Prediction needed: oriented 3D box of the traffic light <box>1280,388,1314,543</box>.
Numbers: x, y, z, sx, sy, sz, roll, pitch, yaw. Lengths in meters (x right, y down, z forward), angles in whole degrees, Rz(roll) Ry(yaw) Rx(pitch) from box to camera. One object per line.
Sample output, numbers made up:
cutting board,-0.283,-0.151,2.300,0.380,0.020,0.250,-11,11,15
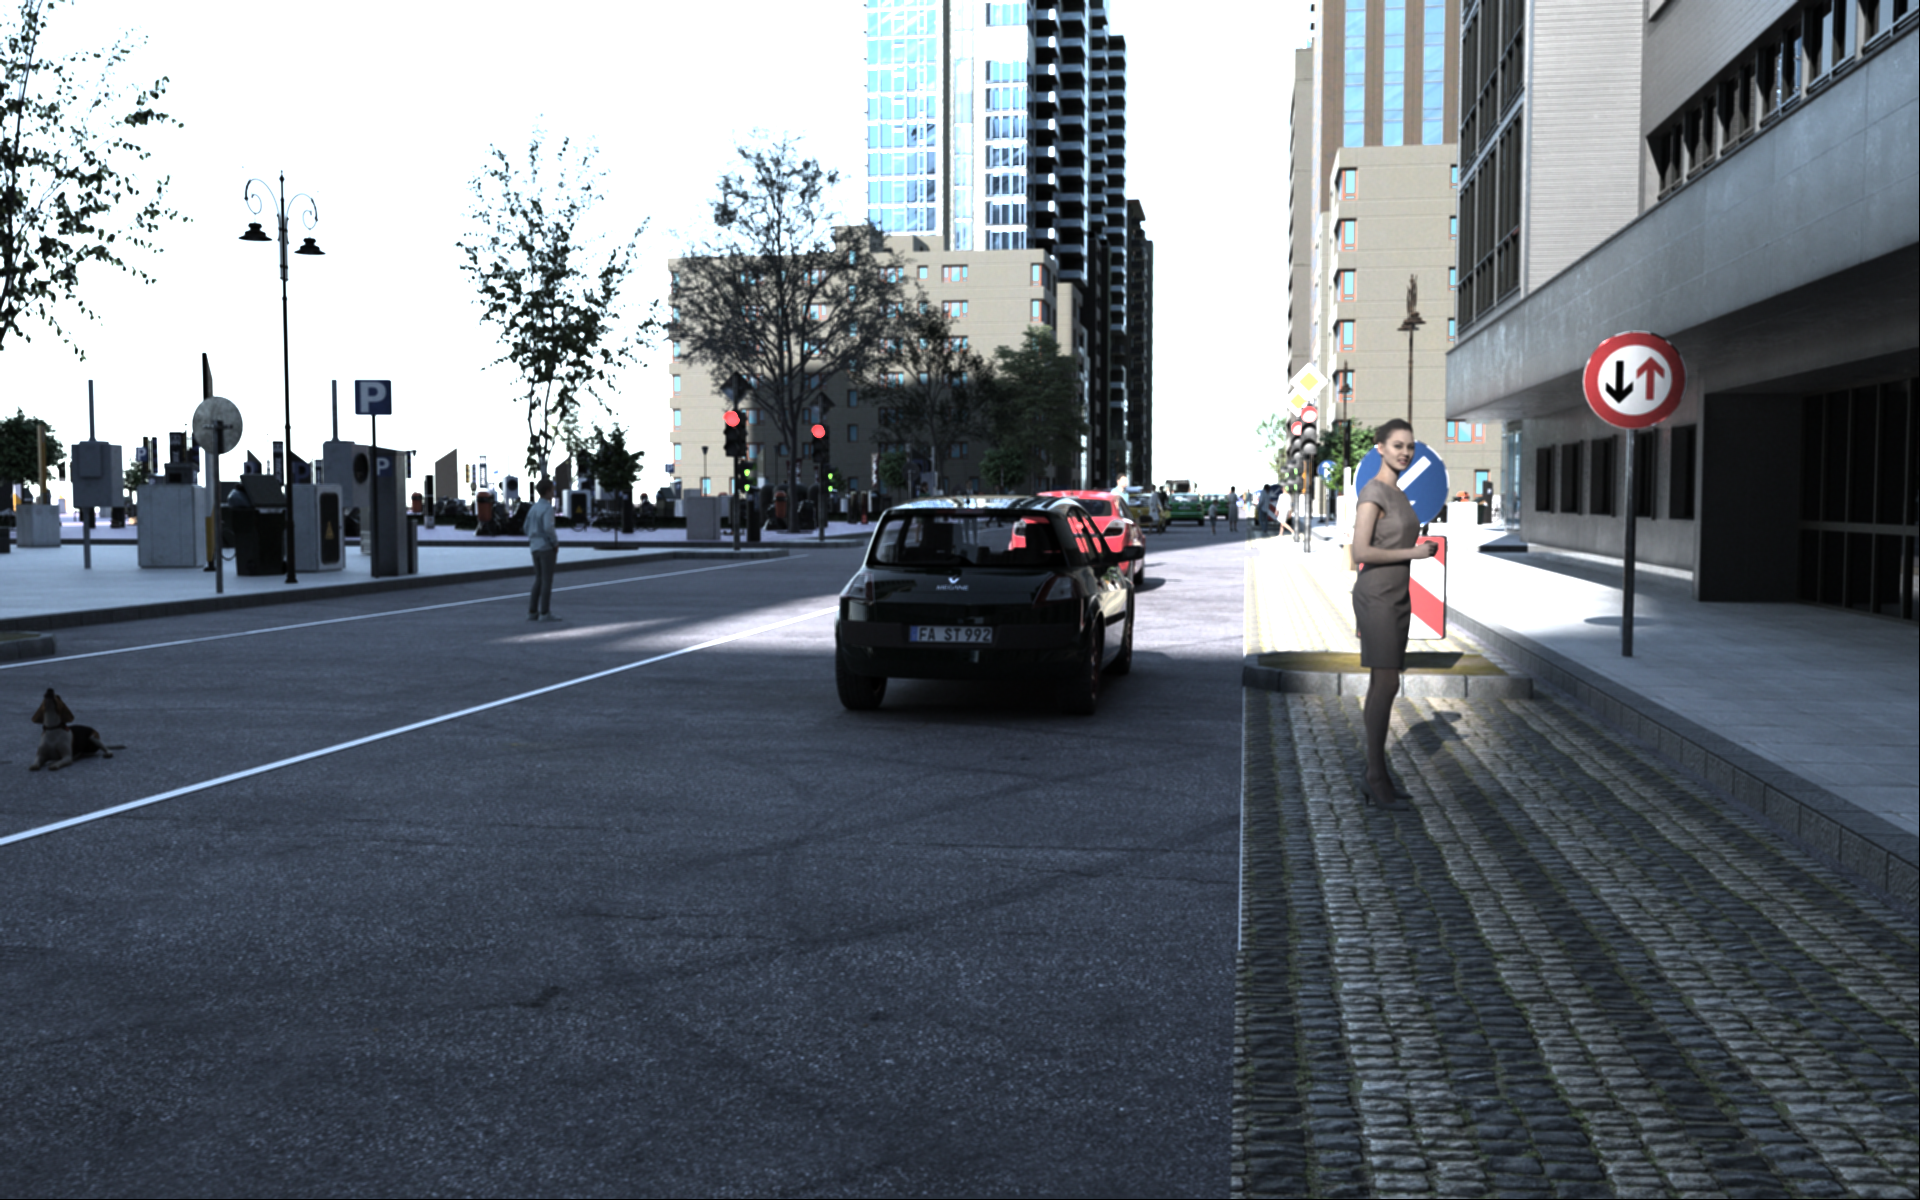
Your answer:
traffic light,8.781,-3.441,45.178,0.839,4.253,0.868,1,4,9

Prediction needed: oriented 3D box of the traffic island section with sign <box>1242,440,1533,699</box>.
traffic island section with sign,3.151,-0.273,13.088,1.989,1.847,2.006,1,4,9

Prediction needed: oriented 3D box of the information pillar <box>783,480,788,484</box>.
information pillar,-9.111,-5.298,91.122,0.304,2.012,0.304,1,4,22

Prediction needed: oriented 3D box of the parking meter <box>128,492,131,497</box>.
parking meter,-59.026,-7.190,123.269,0.255,1.863,0.399,-1,4,-17

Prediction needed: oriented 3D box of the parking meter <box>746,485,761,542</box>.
parking meter,-5.565,-2.340,46.665,0.372,1.533,0.369,0,3,0

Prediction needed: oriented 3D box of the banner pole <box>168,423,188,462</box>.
banner pole,-27.385,-4.334,60.871,0.863,3.779,0.401,0,4,2

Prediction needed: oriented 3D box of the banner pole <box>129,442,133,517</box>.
banner pole,-39.408,-5.650,82.398,0.401,3.779,0.863,-2,4,-28

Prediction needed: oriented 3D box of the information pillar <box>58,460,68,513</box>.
information pillar,-60.539,-7.676,116.860,0.504,3.616,0.183,-2,4,-32

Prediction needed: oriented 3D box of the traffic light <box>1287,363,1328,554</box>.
traffic light,7.475,-2.959,37.300,0.839,4.253,0.868,1,4,9

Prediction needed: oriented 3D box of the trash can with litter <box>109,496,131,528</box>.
trash can with litter,-31.954,-3.328,65.795,0.624,1.170,1.055,-1,4,-18

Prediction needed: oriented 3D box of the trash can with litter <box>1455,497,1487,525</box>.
trash can with litter,21.114,-3.664,71.299,1.055,1.170,0.624,-1,4,-17

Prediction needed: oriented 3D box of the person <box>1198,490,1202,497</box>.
person,19.825,-8.266,144.364,0.721,1.735,1.217,-3,4,-36

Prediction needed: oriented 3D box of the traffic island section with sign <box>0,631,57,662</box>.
traffic island section with sign,-9.147,-0.398,15.127,1.989,1.847,2.006,1,4,9

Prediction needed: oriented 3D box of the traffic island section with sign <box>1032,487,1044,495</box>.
traffic island section with sign,4.354,-5.378,96.566,1.989,1.847,2.006,1,4,9

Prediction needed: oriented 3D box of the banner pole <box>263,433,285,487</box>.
banner pole,-28.177,-4.965,71.198,0.863,3.779,0.401,-2,4,-31

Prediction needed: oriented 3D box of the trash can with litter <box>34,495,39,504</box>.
trash can with litter,-59.386,-6.022,109.517,2.233,1.210,1.678,1,4,9

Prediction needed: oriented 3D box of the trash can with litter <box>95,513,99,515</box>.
trash can with litter,-52.524,-5.717,104.525,1.678,1.210,2.233,-3,5,-39

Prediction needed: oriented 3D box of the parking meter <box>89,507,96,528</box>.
parking meter,-32.654,-3.459,64.966,0.372,1.533,0.369,0,3,0

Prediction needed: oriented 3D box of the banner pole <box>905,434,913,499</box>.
banner pole,-2.103,-5.012,71.958,0.401,3.779,0.863,1,4,20

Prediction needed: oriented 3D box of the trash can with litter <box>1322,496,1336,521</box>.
trash can with litter,18.251,-4.431,83.508,1.678,1.210,2.233,3,5,40

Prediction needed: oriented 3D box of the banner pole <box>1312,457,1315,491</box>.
banner pole,23.862,-7.738,116.534,0.401,3.779,0.863,-3,4,-36

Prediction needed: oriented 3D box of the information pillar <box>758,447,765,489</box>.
information pillar,-9.933,-5.833,86.727,0.504,3.616,0.183,3,5,42

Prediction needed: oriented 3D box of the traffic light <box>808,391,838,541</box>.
traffic light,-3.763,-3.566,47.233,0.839,4.253,0.868,1,4,9

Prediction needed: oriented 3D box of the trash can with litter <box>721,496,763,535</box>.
trash can with litter,-7.110,-2.680,54.867,1.678,1.210,2.233,-1,4,-8

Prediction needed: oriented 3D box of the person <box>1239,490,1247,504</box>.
person,26.045,-9.156,158.287,1.348,1.812,0.705,-2,4,-25

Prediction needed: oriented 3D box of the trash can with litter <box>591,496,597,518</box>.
trash can with litter,-19.533,-4.843,90.571,0.624,1.170,1.055,3,4,38

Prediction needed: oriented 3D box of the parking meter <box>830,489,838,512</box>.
parking meter,-6.231,-4.730,85.750,0.372,1.533,0.369,0,3,0

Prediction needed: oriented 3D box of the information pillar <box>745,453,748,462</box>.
information pillar,-12.119,-6.545,98.360,0.183,3.616,0.504,0,4,-3

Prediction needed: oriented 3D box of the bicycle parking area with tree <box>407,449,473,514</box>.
bicycle parking area with tree,-36.406,-7.730,113.387,9.016,4.147,8.231,-1,4,-23

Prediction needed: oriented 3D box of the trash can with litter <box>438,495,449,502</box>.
trash can with litter,-25.679,-4.671,87.422,2.233,1.210,1.678,-1,4,-11

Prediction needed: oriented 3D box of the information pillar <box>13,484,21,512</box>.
information pillar,-40.869,-5.127,75.179,0.183,3.616,0.504,1,4,19

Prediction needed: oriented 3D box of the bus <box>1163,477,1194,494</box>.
bus,23.248,-11.523,183.268,2.948,3.499,13.247,1,4,10

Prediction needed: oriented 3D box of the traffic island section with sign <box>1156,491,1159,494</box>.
traffic island section with sign,26.040,-13.385,227.475,1.989,1.847,2.006,1,4,9

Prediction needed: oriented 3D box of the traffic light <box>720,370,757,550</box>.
traffic light,-5.068,-3.085,39.355,0.839,4.253,0.868,1,4,9

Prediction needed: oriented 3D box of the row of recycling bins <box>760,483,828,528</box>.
row of recycling bins,-6.516,-3.693,67.493,3.534,1.692,1.069,3,5,41

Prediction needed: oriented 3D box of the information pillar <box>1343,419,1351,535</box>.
information pillar,12.113,-3.842,54.177,0.183,3.616,0.504,0,4,0

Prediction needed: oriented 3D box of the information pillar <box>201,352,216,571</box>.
information pillar,-12.499,-2.293,28.853,0.183,3.616,0.504,-1,4,-12

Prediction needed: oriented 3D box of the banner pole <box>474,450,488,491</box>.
banner pole,-27.020,-6.577,97.554,0.863,3.779,0.401,-2,4,-24

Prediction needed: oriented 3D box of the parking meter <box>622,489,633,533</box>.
parking meter,-10.921,-2.964,56.869,0.372,1.533,0.369,0,3,0

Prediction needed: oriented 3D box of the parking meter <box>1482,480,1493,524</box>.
parking meter,22.697,-4.208,74.515,0.399,1.863,0.255,-1,4,-21

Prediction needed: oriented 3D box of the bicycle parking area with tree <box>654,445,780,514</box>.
bicycle parking area with tree,-13.188,-7.103,103.130,8.231,4.147,9.016,3,5,42

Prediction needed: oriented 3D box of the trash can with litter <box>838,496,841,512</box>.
trash can with litter,-6.149,-4.909,91.316,1.678,1.210,2.233,3,5,40

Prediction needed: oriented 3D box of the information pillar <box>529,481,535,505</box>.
information pillar,-24.042,-5.680,97.366,0.304,2.012,0.304,0,4,-5

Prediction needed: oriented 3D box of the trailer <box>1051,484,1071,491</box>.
trailer,6.034,-5.916,103.769,1.471,1.999,3.904,1,4,10

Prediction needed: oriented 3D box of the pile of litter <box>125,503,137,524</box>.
pile of litter,-35.678,-3.756,75.370,1.176,0.858,1.719,1,4,21

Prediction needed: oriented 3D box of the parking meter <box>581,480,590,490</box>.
parking meter,-15.591,-4.059,72.073,0.399,1.863,0.255,-1,4,-14

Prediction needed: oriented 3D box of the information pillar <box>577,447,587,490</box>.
information pillar,-18.934,-5.841,86.850,0.504,3.616,0.183,1,4,16

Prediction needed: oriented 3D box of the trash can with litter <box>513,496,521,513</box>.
trash can with litter,-28.167,-6.029,109.960,0.624,1.170,1.055,-1,4,-16

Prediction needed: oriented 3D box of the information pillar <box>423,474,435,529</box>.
information pillar,-19.806,-3.677,64.604,0.304,2.012,0.304,-2,4,-34

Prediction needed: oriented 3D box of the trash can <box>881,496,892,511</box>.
trash can,-4.332,-5.535,102.144,0.748,1.137,0.748,0,3,0

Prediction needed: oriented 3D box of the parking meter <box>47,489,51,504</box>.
parking meter,-42.537,-4.420,80.681,0.372,1.533,0.369,0,3,0

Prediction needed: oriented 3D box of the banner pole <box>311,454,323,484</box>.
banner pole,-40.287,-7.239,108.368,0.863,3.779,0.401,-2,4,-32

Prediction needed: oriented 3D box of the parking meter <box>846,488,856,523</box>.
parking meter,-4.788,-4.163,76.471,0.372,1.533,0.369,0,3,0

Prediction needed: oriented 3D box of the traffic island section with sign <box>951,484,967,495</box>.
traffic island section with sign,-0.049,-3.752,69.971,1.989,1.847,2.006,1,4,9

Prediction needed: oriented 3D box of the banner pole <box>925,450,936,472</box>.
banner pole,-1.774,-6.649,98.725,0.863,3.779,0.401,1,4,14

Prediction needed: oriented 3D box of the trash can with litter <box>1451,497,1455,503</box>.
trash can with litter,21.033,-3.732,72.411,1.055,1.170,0.624,0,4,4
